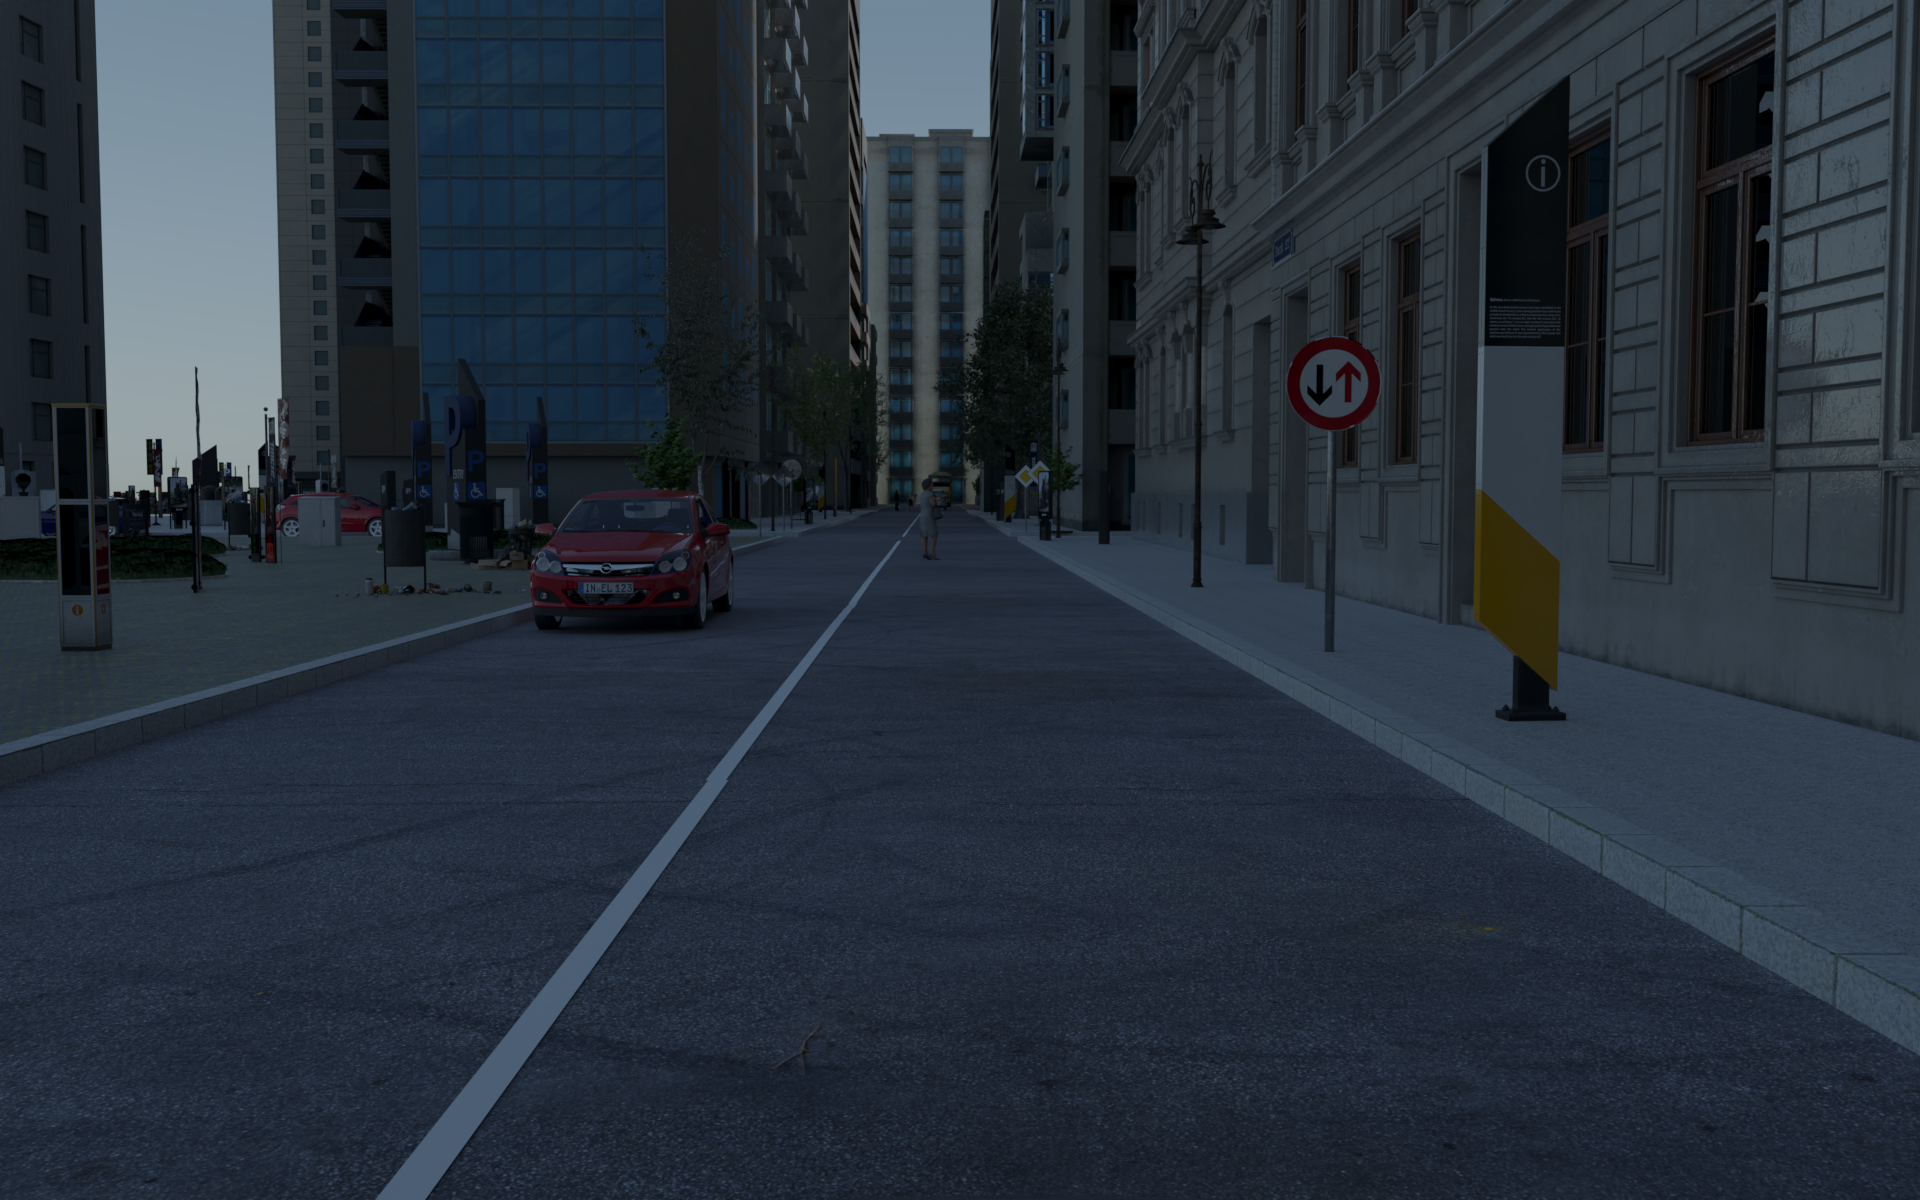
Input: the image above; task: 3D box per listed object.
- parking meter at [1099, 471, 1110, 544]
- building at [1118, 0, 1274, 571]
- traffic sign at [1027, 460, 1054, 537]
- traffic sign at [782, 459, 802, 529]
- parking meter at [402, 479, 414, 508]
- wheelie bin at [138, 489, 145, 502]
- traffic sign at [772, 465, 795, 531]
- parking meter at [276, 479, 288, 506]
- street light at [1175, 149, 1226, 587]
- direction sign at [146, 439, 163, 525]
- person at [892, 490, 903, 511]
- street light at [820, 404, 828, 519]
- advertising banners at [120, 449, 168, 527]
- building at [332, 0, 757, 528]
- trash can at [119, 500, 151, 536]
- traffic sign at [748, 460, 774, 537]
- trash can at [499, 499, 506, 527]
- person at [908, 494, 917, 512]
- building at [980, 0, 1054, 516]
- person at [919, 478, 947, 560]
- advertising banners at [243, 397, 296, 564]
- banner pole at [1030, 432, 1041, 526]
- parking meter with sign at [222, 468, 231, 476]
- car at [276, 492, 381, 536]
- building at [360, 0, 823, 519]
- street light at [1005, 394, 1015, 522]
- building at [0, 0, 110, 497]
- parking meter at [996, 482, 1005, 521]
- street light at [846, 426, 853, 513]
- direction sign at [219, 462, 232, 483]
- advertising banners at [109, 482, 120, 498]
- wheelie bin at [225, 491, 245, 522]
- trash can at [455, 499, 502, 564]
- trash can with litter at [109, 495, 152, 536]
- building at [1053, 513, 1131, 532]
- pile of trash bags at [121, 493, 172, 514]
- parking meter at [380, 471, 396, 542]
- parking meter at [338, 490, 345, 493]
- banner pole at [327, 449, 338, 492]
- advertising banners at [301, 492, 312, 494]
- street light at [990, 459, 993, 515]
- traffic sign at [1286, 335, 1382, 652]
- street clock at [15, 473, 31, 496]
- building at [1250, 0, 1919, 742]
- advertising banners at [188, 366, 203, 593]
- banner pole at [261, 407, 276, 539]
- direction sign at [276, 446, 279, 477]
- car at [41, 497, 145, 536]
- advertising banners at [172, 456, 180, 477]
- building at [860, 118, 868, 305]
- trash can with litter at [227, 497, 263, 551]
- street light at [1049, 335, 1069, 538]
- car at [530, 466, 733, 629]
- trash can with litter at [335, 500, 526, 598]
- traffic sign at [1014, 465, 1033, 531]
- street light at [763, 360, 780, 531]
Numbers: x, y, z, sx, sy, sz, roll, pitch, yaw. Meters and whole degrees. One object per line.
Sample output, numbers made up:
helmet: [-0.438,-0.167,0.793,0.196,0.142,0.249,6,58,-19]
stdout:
parking meter: [3.696,-2.362,44.336,0.255,1.863,0.399,1,4,11]
building: [11.323,-15.346,38.301,14.401,28.519,23.554,0,4,-1]
traffic sign: [2.376,-2.922,51.425,0.795,2.450,0.064,0,4,-1]
traffic sign: [-6.194,-3.885,63.621,0.768,2.556,0.104,0,4,3]
parking meter: [-20.286,-3.547,63.708,0.399,1.863,0.255,-1,4,-10]
wheelie bin: [-49.781,-5.980,105.679,0.693,1.594,0.980,-2,4,-26]
traffic sign: [-6.031,-3.405,59.312,0.795,2.450,0.064,0,4,-1]
parking meter: [-26.244,-3.753,67.071,0.399,1.863,0.255,0,4,1]
street light: [3.271,-3.115,23.718,0.468,5.910,1.993,0,4,-1]
direction sign: [-32.936,-4.824,70.872,0.876,3.537,0.379,2,4,24]
person: [-5.406,-8.585,148.879,0.705,1.822,1.348,3,5,41]
street light: [-6.863,-7.047,88.004,0.468,5.910,1.993,0,4,-1]
advertising banners: [-31.307,-4.298,66.454,0.090,3.025,2.074,1,4,18]
building: [-15.891,-25.684,70.040,14.600,45.320,14.200,0,4,-1]
trash can: [-20.935,-1.978,43.988,0.748,1.137,0.748,0,3,0]
traffic sign: [-5.917,-2.917,51.328,0.795,2.450,0.064,0,4,-1]
trash can: [-13.864,-2.438,51.518,0.748,1.137,0.748,0,3,0]
person: [-3.731,-7.704,137.642,0.799,1.438,0.628,0,4,8]
building: [12.898,-49.038,114.443,22.319,86.520,31.000,0,4,-1]
person: [-0.564,-1.762,37.660,0.532,1.782,0.716,-2,4,-30]
advertising banners: [-12.829,-2.199,32.147,0.090,3.025,2.074,-3,5,-42]
banner pole: [3.094,-4.924,70.531,0.401,3.779,0.863,-2,4,-34]
parking meter with sign: [-49.161,-7.350,116.434,0.543,3.016,1.738,-2,4,-29]
car: [-19.758,-2.860,55.799,4.494,1.783,2.155,0,4,1]
building: [-20.489,-29.390,100.136,23.786,49.044,30.456,0,4,-1]
street light: [2.337,-6.575,80.291,0.468,5.910,1.993,0,4,-1]
building: [-43.721,-18.093,67.527,14.107,30.474,14.160,0,4,-1]
parking meter: [1.921,-4.699,82.540,0.255,1.863,0.399,3,5,41]
street light: [-7.302,-8.725,115.446,0.468,5.910,1.993,0,4,-1]
direction sign: [-52.083,-8.004,122.855,0.876,3.537,0.379,0,4,-4]
advertising banners: [-48.614,-6.346,99.947,0.090,3.025,2.074,2,4,28]
wheelie bin: [-33.784,-4.431,80.350,0.693,1.594,0.980,0,4,-2]
trash can: [-8.879,-1.233,31.806,0.748,1.137,0.748,0,3,0]
trash can with litter: [-24.198,-2.390,50.126,2.233,1.210,1.678,-1,4,-21]
building: [14.518,-27.200,68.424,21.600,48.544,21.300,0,4,-1]
pile of trash bags: [-51.948,-6.140,110.140,1.912,1.369,3.447,2,4,28]
parking meter: [-14.341,-2.309,43.459,0.255,1.863,0.399,-3,5,-44]
parking meter: [-35.299,-5.535,98.905,0.372,1.533,0.369,0,3,0]
banner pole: [-34.690,-6.463,95.686,0.863,3.779,0.401,2,4,29]
advertising banners: [-40.318,-6.706,105.823,2.074,3.025,0.090,2,4,25]
street light: [1.975,-8.211,107.031,0.468,5.910,1.993,0,4,-1]
traffic sign: [3.007,-0.851,14.022,0.768,2.556,0.104,0,4,2]
street clock: [-32.470,-3.395,60.075,0.471,2.002,0.358,-2,4,-34]
building: [9.806,-10.980,15.682,11.583,22.565,21.152,0,4,-1]
advertising banners: [-10.255,-1.656,23.256,0.090,3.025,2.074,-1,4,-20]
banner pole: [-19.801,-3.653,49.738,0.401,3.779,0.863,-3,5,-44]
direction sign: [-31.978,-5.475,81.509,0.379,3.537,0.876,0,4,7]
car: [-28.509,-2.657,56.016,3.894,1.354,1.945,0,4,-2]
advertising banners: [-35.247,-5.007,78.055,0.090,3.025,2.074,-2,4,-27]
building: [-18.119,-33.765,202.160,14.200,45.320,14.600,0,4,-1]
trash can with litter: [-16.881,-1.743,39.557,2.233,1.210,1.678,-3,5,-41]
street light: [2.874,-4.750,50.458,0.468,5.910,1.993,0,4,-1]
car: [-3.642,-0.652,19.697,2.155,1.783,4.494,0,4,-1]
trash can with litter: [-6.781,-0.690,22.337,2.233,1.210,1.678,0,4,-7]
traffic sign: [2.263,-3.411,59.409,0.795,2.450,0.064,0,4,-1]
street light: [-6.481,-5.324,59.842,0.468,5.910,1.993,0,4,-1]
